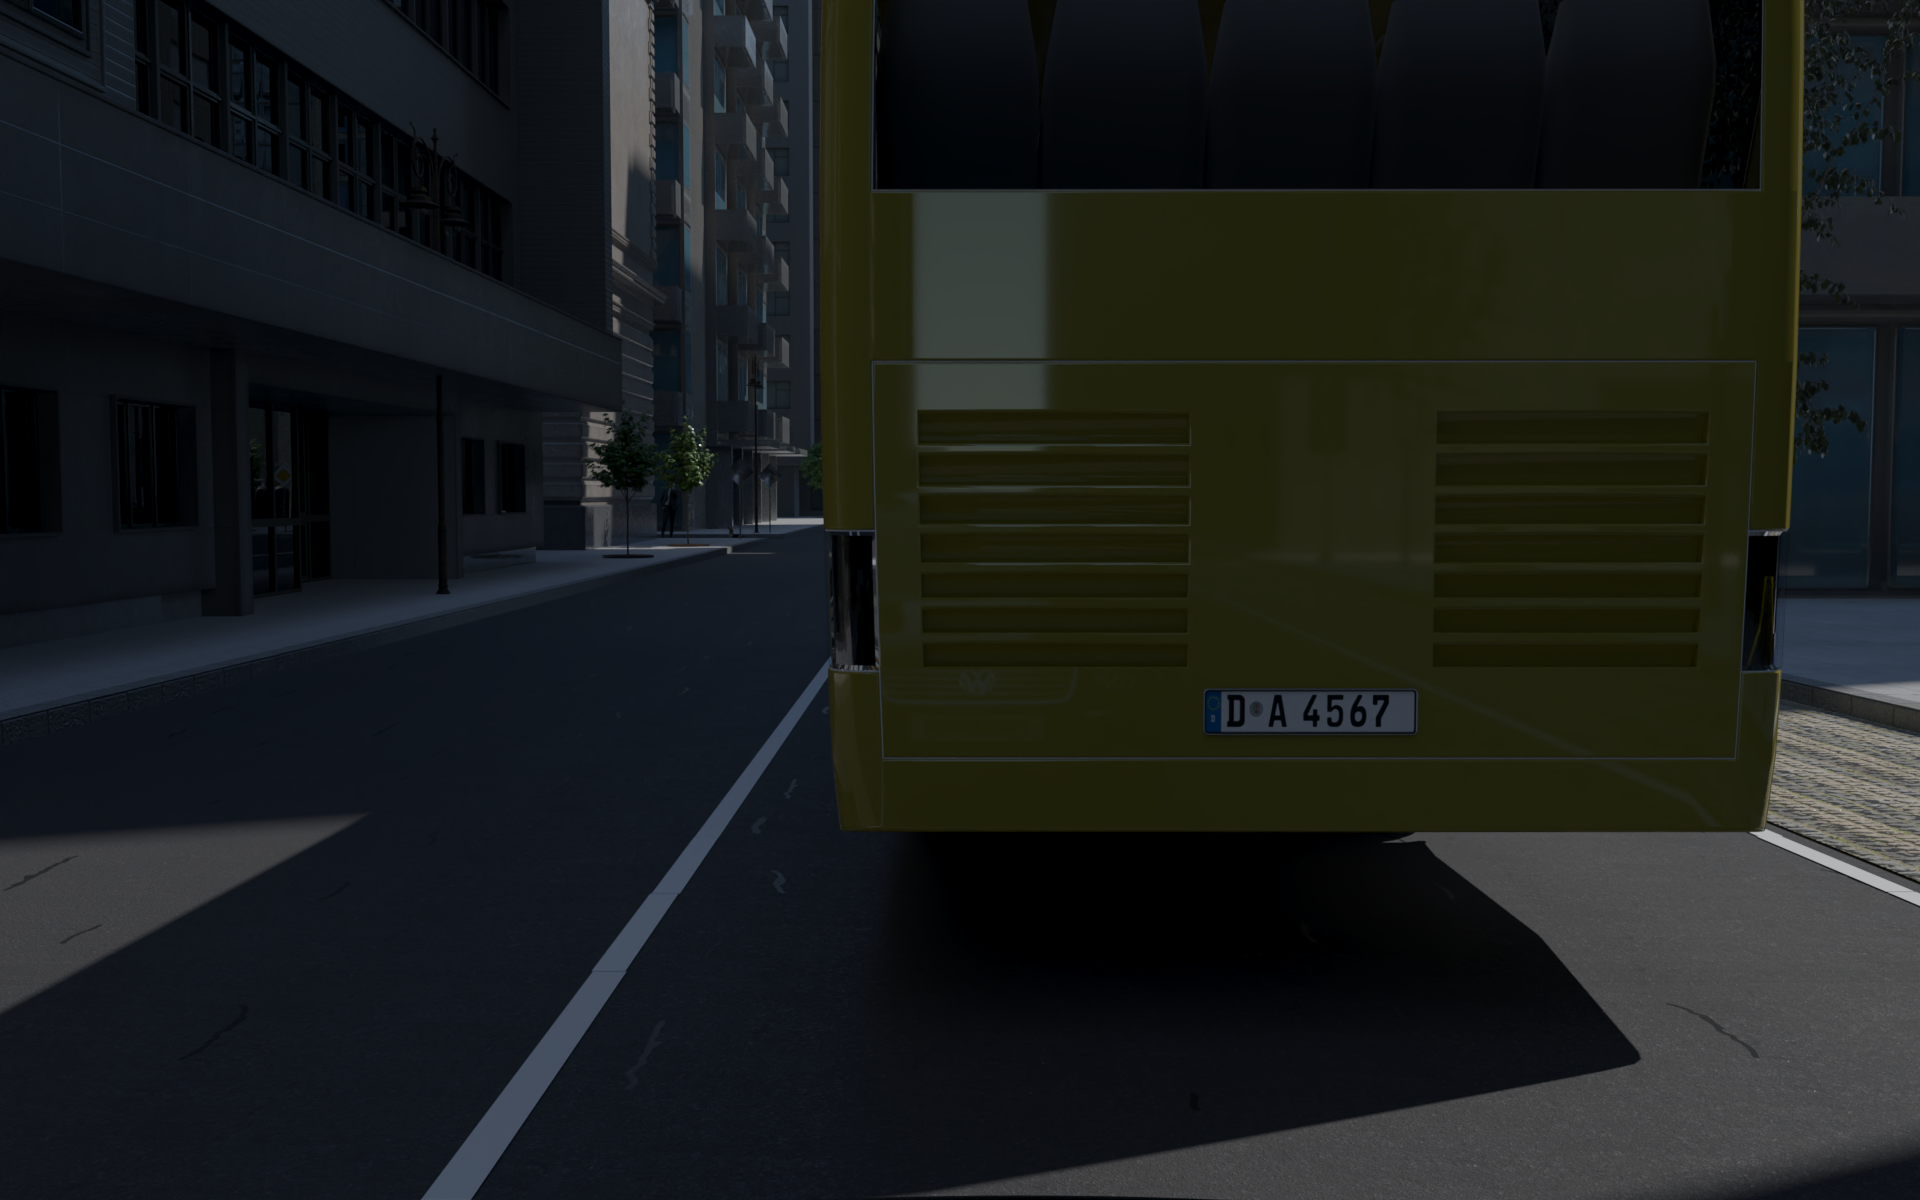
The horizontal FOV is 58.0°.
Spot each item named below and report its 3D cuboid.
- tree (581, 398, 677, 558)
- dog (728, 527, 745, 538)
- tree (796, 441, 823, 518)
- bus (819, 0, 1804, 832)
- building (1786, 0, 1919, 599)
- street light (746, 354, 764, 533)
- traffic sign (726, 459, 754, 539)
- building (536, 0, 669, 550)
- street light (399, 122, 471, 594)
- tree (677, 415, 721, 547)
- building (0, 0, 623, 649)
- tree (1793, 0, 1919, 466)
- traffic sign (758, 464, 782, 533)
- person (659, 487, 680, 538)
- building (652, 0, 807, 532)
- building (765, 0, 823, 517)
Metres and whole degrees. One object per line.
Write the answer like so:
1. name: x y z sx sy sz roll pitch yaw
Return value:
1. tree: -6.762 -2.472 35.014 1.663 3.219 1.824 0 3 0
2. dog: -7.073 -2.115 54.771 0.748 0.427 0.550 1 4 15
3. tree: -7.113 -6.651 92.460 4.285 4.588 4.351 0 3 0
4. bus: 0.915 -1.158 10.485 2.896 3.916 12.252 0 4 0
5. building: 17.771 -25.264 32.672 23.786 49.044 30.456 0 4 0
6. street light: -6.734 -5.159 57.130 0.468 5.910 1.993 0 4 0
7. traffic sign: -6.208 -2.769 48.909 0.795 2.450 0.064 0 4 0
8. building: -17.790 -13.125 43.475 19.941 23.489 11.050 0 4 0
9. street light: -6.628 -3.012 22.033 0.468 5.910 1.993 0 4 0
10. tree: -6.802 -2.922 42.374 1.663 3.219 1.824 0 3 0
11. building: -13.276 -12.111 17.084 14.314 24.678 30.058 0 4 0
12. tree: 6.884 -3.994 15.660 4.360 8.622 3.978 0 3 0
13. traffic sign: -6.243 -3.257 56.894 0.795 2.450 0.064 0 4 0
14. person: -8.978 -2.798 53.614 0.648 1.900 0.474 -1 4 -15
15. building: -18.910 -27.565 70.298 23.786 49.044 30.456 0 4 0
16. building: -12.373 -25.516 100.779 14.154 41.232 14.086 0 4 0
